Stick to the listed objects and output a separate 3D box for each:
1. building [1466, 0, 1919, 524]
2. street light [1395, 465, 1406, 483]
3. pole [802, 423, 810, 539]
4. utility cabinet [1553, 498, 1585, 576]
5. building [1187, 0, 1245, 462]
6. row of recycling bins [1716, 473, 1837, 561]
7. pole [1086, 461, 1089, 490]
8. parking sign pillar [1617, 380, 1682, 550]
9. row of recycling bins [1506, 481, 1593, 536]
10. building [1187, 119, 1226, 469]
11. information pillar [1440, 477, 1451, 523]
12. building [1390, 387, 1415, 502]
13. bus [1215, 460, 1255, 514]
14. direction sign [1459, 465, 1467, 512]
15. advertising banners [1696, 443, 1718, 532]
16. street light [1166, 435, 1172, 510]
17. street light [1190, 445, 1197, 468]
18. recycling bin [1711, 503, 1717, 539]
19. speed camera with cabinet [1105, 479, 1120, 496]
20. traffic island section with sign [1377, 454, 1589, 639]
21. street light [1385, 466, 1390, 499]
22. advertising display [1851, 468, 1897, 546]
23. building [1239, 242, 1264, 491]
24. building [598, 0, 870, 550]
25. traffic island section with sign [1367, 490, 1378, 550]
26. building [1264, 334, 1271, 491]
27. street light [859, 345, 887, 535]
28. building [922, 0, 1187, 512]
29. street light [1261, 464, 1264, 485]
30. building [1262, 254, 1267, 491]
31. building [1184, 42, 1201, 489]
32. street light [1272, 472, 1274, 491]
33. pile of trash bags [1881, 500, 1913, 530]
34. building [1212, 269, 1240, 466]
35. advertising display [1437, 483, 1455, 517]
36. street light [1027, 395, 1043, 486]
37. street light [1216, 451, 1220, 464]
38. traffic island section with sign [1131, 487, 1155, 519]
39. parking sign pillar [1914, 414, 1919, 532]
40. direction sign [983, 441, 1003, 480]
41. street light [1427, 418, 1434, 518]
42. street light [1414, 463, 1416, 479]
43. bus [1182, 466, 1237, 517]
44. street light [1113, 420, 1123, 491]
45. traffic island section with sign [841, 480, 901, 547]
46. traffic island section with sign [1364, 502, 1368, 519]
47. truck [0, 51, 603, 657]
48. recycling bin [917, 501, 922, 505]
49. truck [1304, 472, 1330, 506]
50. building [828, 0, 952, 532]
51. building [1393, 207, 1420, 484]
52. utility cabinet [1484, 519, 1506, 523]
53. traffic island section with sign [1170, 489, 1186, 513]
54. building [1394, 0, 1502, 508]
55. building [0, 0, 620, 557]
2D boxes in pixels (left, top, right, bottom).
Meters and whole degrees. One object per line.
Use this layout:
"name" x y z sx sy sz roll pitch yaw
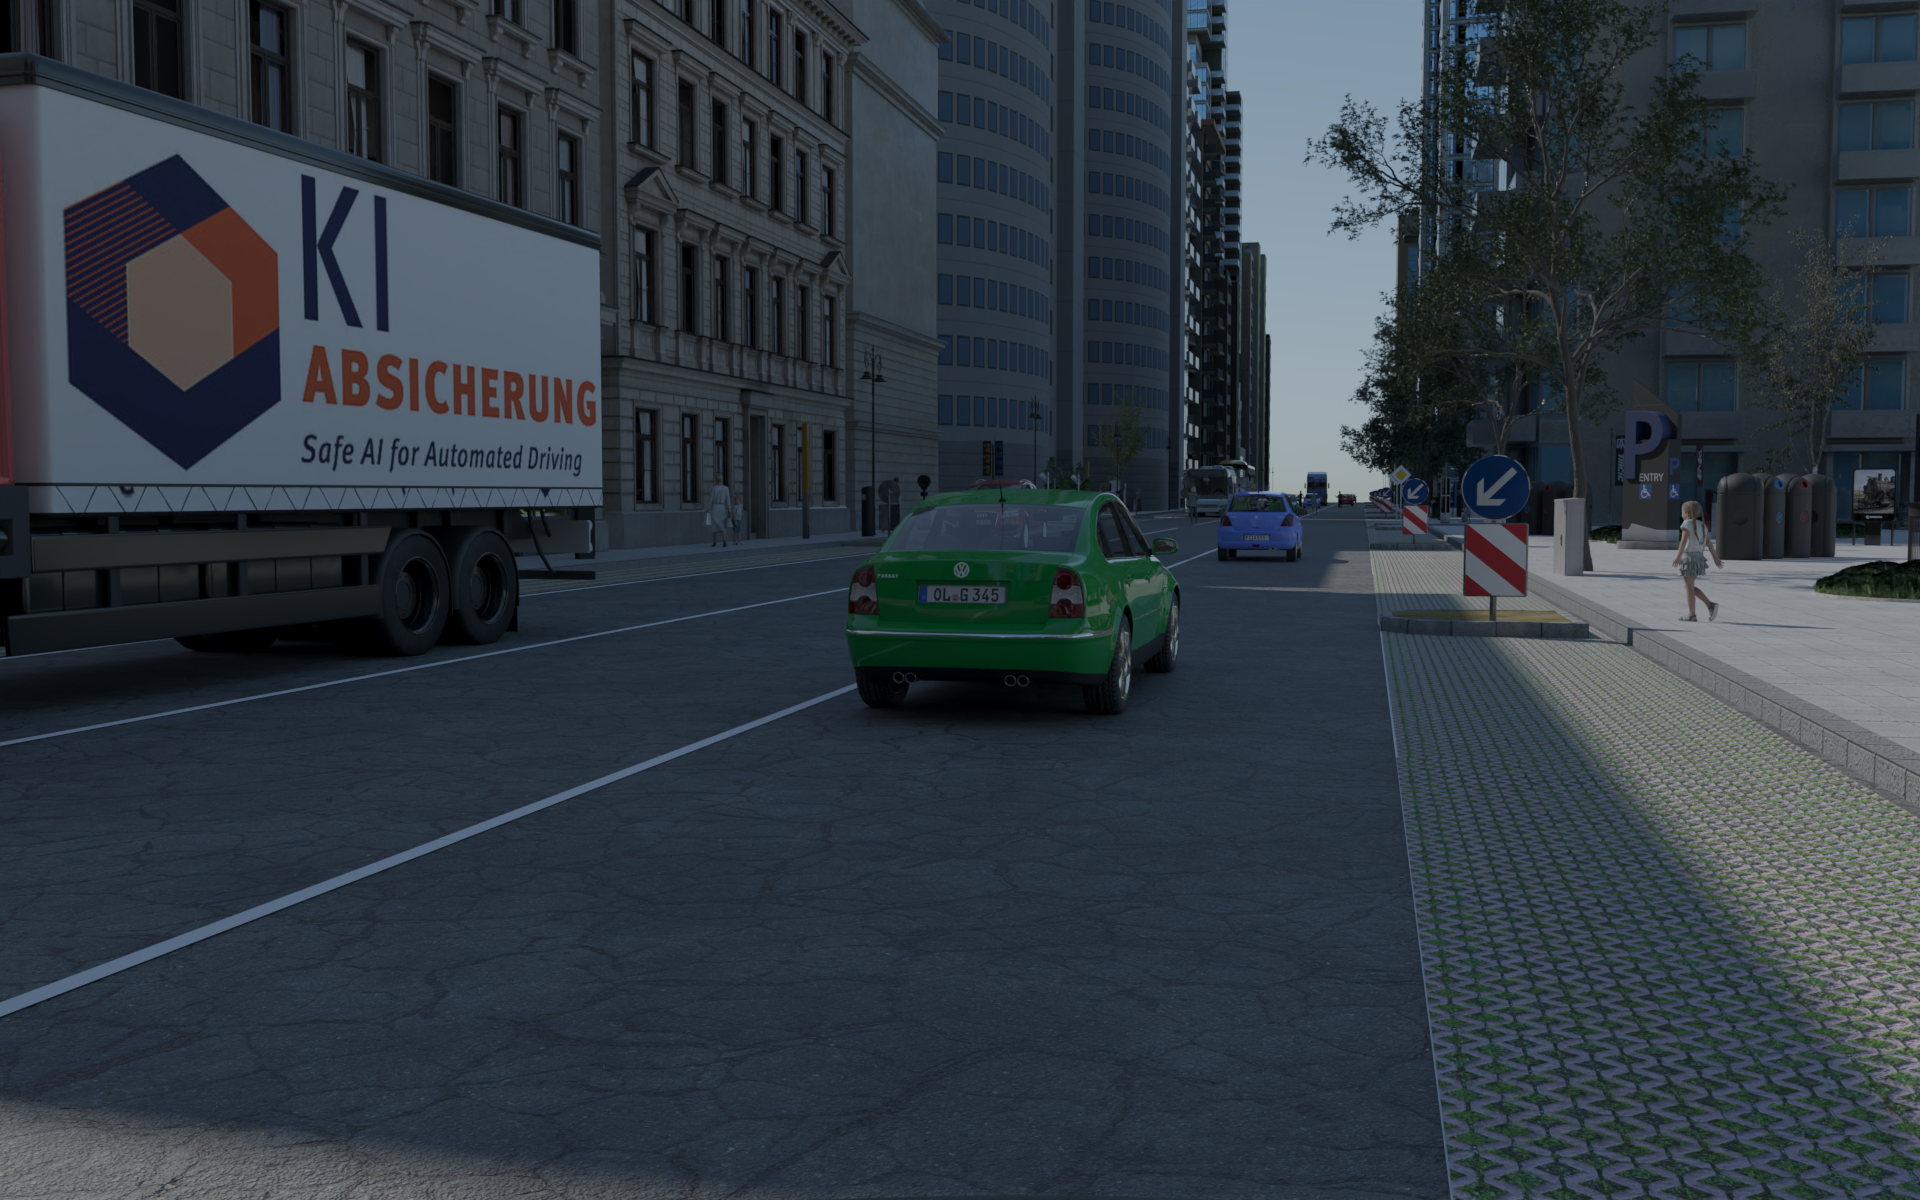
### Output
"building" 39.624 -28.160 80.030 30.456 49.044 23.786 1 4 13
"street light" 43.065 -12.023 169.360 0.468 5.910 1.993 1 4 13
"pole" -4.414 -3.407 49.553 0.158 3.312 0.155 0 3 0
"utility cabinet" 9.667 -1.001 27.528 0.306 1.237 1.020 1 4 9
"building" 30.934 -57.458 252.102 22.319 86.520 31.000 1 4 13
"row of recycling bins" 16.259 -1.678 34.552 3.534 1.692 1.069 -2 4 -35
"pole" 7.795 -6.854 105.902 0.158 3.312 0.155 0 3 0
"parking sign pillar" 16.109 -3.171 40.320 1.447 3.967 1.447 -2 4 -27
"row of recycling bins" 18.313 -2.881 54.210 1.069 1.692 3.534 -2 4 -28
"building" 18.915 -33.395 200.632 22.147 44.769 28.867 1 4 13
"information pillar" 21.290 -4.372 75.974 0.304 2.012 0.304 -3 4 -37
"building" 85.988 -27.080 287.798 27.650 21.520 28.899 1 4 13
"bus" 20.375 -8.376 128.494 2.896 3.916 12.252 1 4 12
"direction sign" 35.618 -7.992 122.668 0.876 3.537 0.379 -3 4 -38
"advertising banners" 25.373 -3.818 58.604 0.090 3.025 2.074 0 4 -3
"street light" 16.366 -9.944 135.380 0.468 5.910 1.993 1 4 13
"street light" 20.956 -11.166 155.344 0.468 5.910 1.993 1 4 13
"recycling bin" 22.013 -2.272 49.703 0.722 1.027 0.722 1 4 13
"speed camera with cabinet" 9.971 -7.272 113.240 0.660 3.252 2.038 0 4 -7
"traffic island section with sign" 5.451 -0.585 18.189 1.989 1.847 2.006 1 4 13
"street light" 55.561 -15.350 223.754 0.468 5.910 1.993 1 4 13
"advertising display" 22.755 -2.319 43.131 0.974 1.923 0.123 2 4 32
"building" 39.998 -36.163 274.855 14.154 41.232 14.086 1 4 13
"building" -10.294 -11.299 49.362 10.561 19.102 19.286 1 4 13
"traffic island section with sign" 11.643 -2.214 44.822 1.989 1.847 2.006 1 4 13
"building" 46.738 -32.465 302.499 14.160 30.474 14.107 1 4 13
"street light" -2.695 -4.960 53.878 0.468 5.910 1.993 1 4 13
"building" 5.741 -36.280 135.179 21.231 58.520 28.212 1 4 13
"street light" 46.056 -17.804 263.875 0.468 5.910 1.993 1 4 13
"building" 43.391 -36.997 288.502 14.154 41.232 14.086 1 4 13
"building" 11.827 -33.755 171.510 23.786 49.044 30.456 1 4 13
"street light" 52.597 -19.478 291.244 0.468 5.910 1.993 1 4 13
"pile of trash bags" 34.155 -3.275 63.292 1.912 1.369 3.447 0 4 -1
"building" 28.063 -27.480 220.996 14.160 30.474 14.107 1 4 13
"advertising display" 27.262 -5.626 97.193 0.974 1.923 0.123 3 4 38
"street light" 3.501 -6.599 80.674 0.468 5.910 1.993 1 4 13
"street light" 27.122 -12.820 182.395 0.468 5.910 1.993 1 4 13
"traffic island section with sign" 10.304 -5.647 100.948 1.989 1.847 2.006 1 4 13
"parking sign pillar" 32.869 -4.273 58.331 1.447 3.967 1.447 -1 4 -10
"direction sign" 1.400 -4.997 73.695 0.876 3.537 0.379 1 4 12
"street light" 25.454 -7.405 93.861 0.468 5.910 1.993 1 4 13
"street light" 31.831 -9.072 121.120 0.468 5.910 1.993 1 4 13
"bus" 15.961 -7.031 109.821 2.948 3.499 13.247 1 4 11
"street light" 9.837 -8.282 108.199 0.468 5.910 1.993 1 4 13
"traffic island section with sign" -2.050 -2.398 47.829 1.989 1.847 2.006 1 4 13
"traffic island section with sign" 24.209 -5.519 98.856 1.989 1.847 2.006 1 4 13
"truck" -6.434 -1.505 13.520 2.839 4.237 11.283 1 4 15
"recycling bin" -1.058 -3.062 62.617 0.722 1.027 0.722 3 5 40
"truck" 44.589 -13.844 216.100 2.967 4.110 18.799 1 4 12
"building" -18.489 -15.260 68.592 34.723 24.649 14.460 1 4 13
"building" 74.443 -37.771 267.666 14.600 45.320 14.200 1 4 13
"utility cabinet" 13.235 -1.937 42.825 0.306 1.237 1.020 2 4 31
"traffic island section with sign" 16.673 -7.325 128.387 1.989 1.847 2.006 1 4 13
"building" 63.142 -54.423 202.491 22.319 86.520 31.000 1 4 13
"building" -16.620 -10.319 19.620 10.553 20.767 40.483 1 4 13
